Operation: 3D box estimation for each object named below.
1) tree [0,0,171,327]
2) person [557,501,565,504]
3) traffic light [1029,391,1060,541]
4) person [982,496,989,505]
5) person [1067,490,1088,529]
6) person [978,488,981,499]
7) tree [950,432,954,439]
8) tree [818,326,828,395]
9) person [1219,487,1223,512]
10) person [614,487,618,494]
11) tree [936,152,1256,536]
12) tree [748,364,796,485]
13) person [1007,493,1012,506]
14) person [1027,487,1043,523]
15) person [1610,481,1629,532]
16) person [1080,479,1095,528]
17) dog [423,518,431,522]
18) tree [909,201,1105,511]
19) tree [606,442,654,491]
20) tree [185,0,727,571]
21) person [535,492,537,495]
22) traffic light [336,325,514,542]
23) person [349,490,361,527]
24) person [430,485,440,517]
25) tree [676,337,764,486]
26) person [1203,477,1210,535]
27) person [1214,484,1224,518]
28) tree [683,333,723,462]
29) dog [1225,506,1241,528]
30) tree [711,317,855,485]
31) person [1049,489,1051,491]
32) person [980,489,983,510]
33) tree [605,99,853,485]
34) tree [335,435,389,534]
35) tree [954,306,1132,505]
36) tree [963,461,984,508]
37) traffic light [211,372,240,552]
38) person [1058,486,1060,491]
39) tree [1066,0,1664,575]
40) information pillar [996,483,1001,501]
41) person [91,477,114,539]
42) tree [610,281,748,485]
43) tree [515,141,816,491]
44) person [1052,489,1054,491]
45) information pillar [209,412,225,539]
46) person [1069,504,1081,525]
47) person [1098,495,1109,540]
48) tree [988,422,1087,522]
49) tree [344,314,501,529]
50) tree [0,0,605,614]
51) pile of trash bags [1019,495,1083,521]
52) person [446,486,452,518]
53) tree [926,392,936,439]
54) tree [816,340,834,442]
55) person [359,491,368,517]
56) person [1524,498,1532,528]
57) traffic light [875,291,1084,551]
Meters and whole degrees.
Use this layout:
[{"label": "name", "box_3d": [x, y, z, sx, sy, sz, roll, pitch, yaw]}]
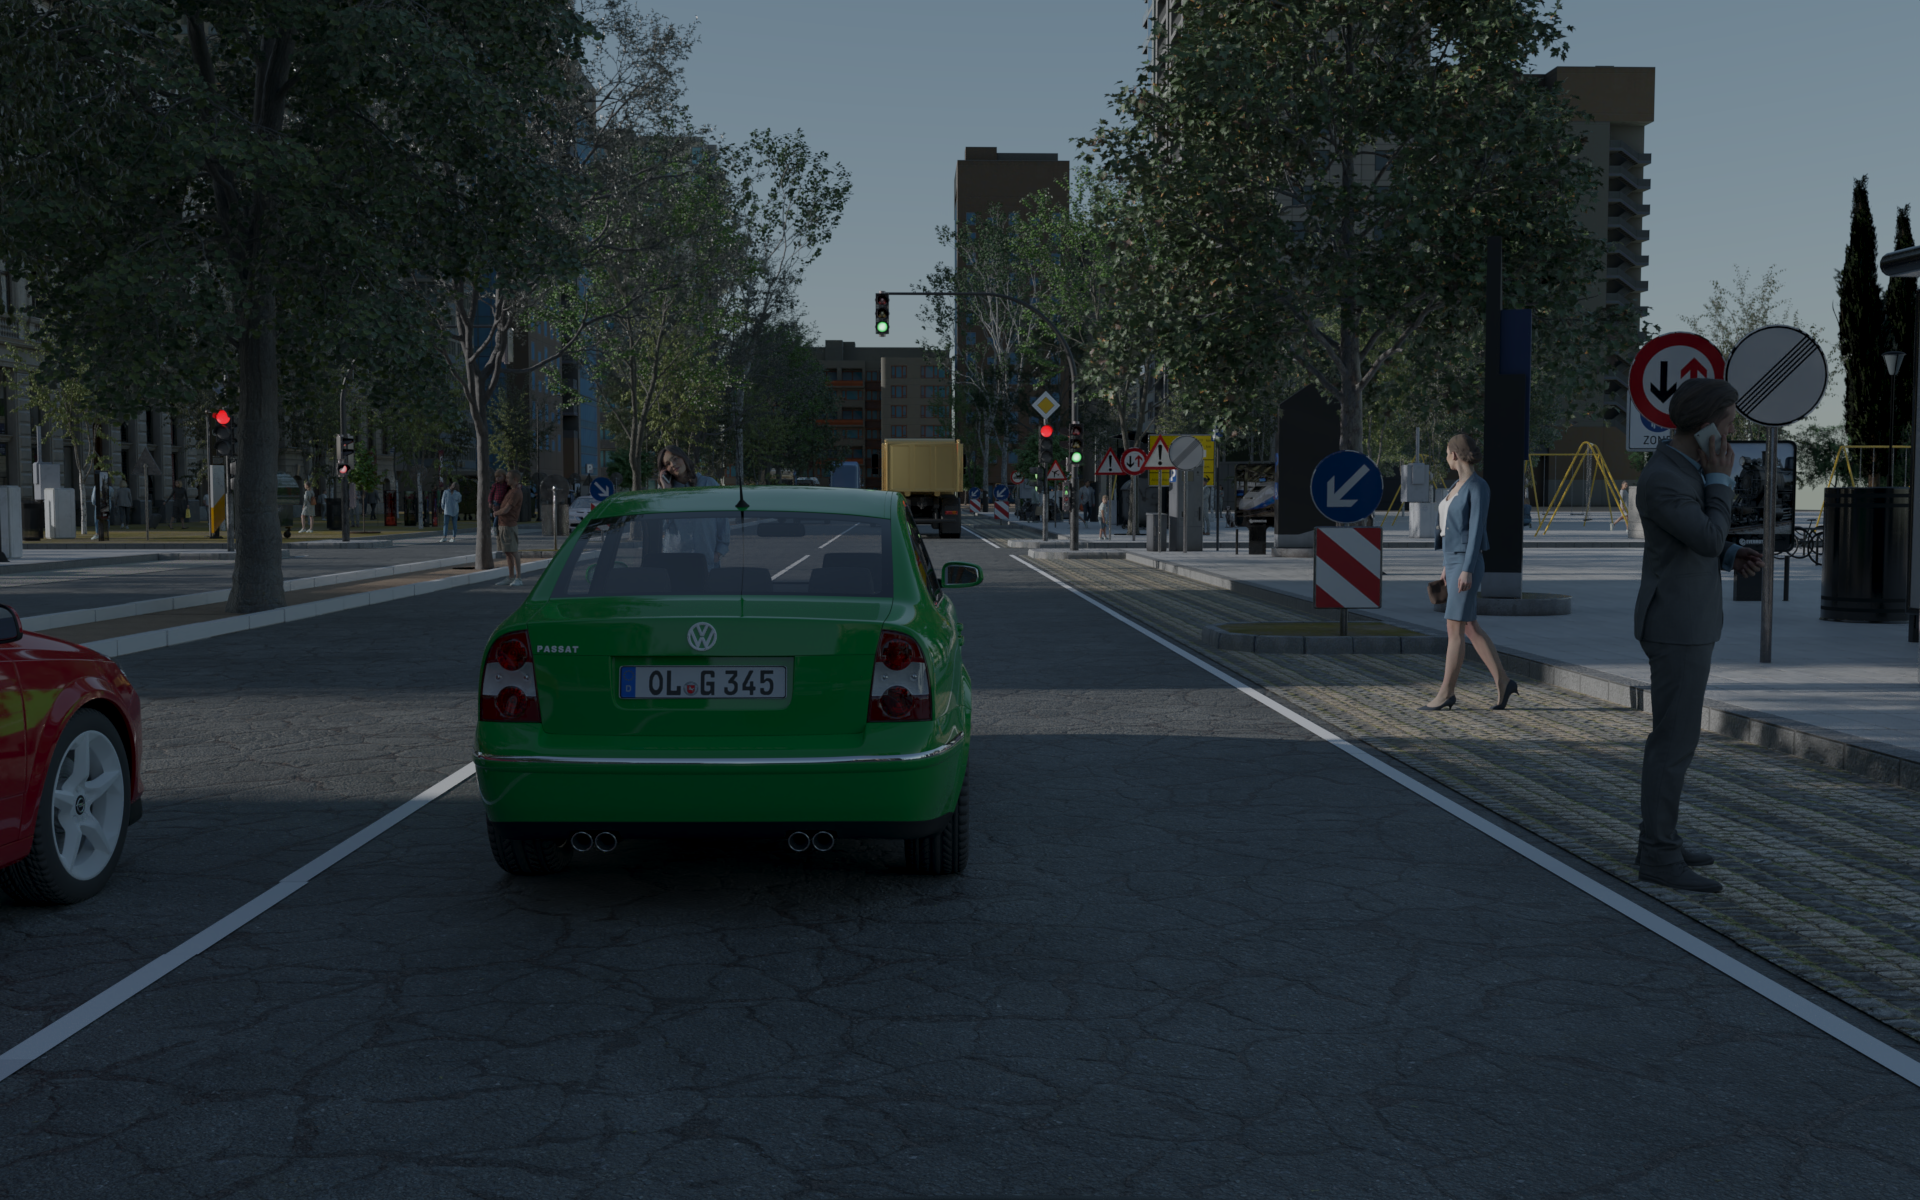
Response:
[{"label": "tree", "box_3d": [-8.444, -3.707, 13.426, 4.360, 8.622, 3.978, 0, 3, 0]}, {"label": "person", "box_3d": [-21.377, -5.289, 92.708, 0.537, 1.800, 0.526, -1, 4, -17]}, {"label": "traffic light", "box_3d": [2.314, -3.565, 47.202, 0.839, 4.253, 0.868, 0, 4, -2]}, {"label": "person", "box_3d": [2.777, -11.791, 201.299, 1.348, 1.823, 0.705, 0, 3, 0]}, {"label": "person", "box_3d": [4.350, -3.505, 64.104, 0.760, 1.731, 0.466, 0, 4, 1]}, {"label": "person", "box_3d": [1.851, -9.277, 157.725, 1.348, 1.823, 0.705, 2, 4, 23]}, {"label": "tree", "box_3d": [0.957, -16.173, 198.848, 7.601, 10.594, 8.767, 0, 4, 3]}, {"label": "tree", "box_3d": [-10.162, -9.424, 66.907, 12.009, 13.543, 11.850, 0, 3, 0]}, {"label": "person", "box_3d": [19.185, -7.421, 127.337, 0.705, 1.831, 1.348, 0, 4, -1]}, {"label": "person", "box_3d": [-22.611, -6.564, 113.557, 0.606, 1.804, 0.583, 1, 4, 17]}, {"label": "tree", "box_3d": [5.306, -7.814, 53.515, 9.928, 11.665, 9.643, 0, 3, 0]}, {"label": "tree", "box_3d": [-10.817, -8.563, 92.823, 4.737, 8.622, 4.395, 0, 3, 0]}, {"label": "person", "box_3d": [5.073, -10.634, 180.624, 1.217, 1.743, 0.721, -2, 4, -28]}, {"label": "person", "box_3d": [3.307, -4.267, 76.301, 0.515, 1.767, 0.782, -1, 4, -22]}, {"label": "person", "box_3d": [22.364, -3.157, 58.415, 0.760, 1.731, 0.466, 0, 4, 2]}, {"label": "person", "box_3d": [4.765, -3.649, 65.547, 0.661, 1.843, 0.795, -1, 4, -16]}, {"label": "dog", "box_3d": [-24.877, -3.810, 80.035, 0.748, 0.427, 0.550, 1, 4, 17]}, {"label": "tree", "box_3d": [3.503, -15.552, 110.171, 12.611, 20.169, 13.585, 0, 3, 0]}, {"label": "tree", "box_3d": [-20.633, -7.606, 108.078, 4.285, 4.588, 4.351, 0, 3, 0]}, {"label": "tree", "box_3d": [-8.963, -7.303, 32.235, 12.009, 13.543, 11.850, 0, 3, 0]}, {"label": "person", "box_3d": [-31.605, -7.271, 128.111, 0.799, 1.438, 0.628, -1, 4, -23]}, {"label": "traffic light", "box_3d": [-14.449, -4.405, 46.687, 4.771, 5.953, 1.251, 0, 4, -2]}, {"label": "person", "box_3d": [-23.439, -3.708, 66.875, 0.606, 1.804, 0.583, -1, 4, -19]}, {"label": "person", "box_3d": [-29.210, -5.526, 96.641, 0.600, 1.795, 0.529, 1, 4, 20]}, {"label": "tree", "box_3d": [-10.551, -7.492, 75.317, 4.360, 8.622, 3.978, 0, 3, 0]}, {"label": "person", "box_3d": [7.567, -2.930, 54.135, 0.466, 1.800, 0.511, -3, 5, -40]}, {"label": "person", "box_3d": [13.874, -5.286, 92.642, 0.511, 1.800, 0.466, -1, 4, -19]}, {"label": "tree", "box_3d": [-21.092, -13.168, 121.957, 9.857, 13.997, 8.962, 0, 3, 0]}, {"label": "dog", "box_3d": [10.426, -3.161, 66.062, 0.800, 0.831, 0.513, -1, 4, -13]}, {"label": "tree", "box_3d": [-11.579, -11.678, 110.400, 9.611, 12.733, 9.660, 0, 3, 0]}, {"label": "person", "box_3d": [7.867, -8.809, 150.779, 1.217, 1.736, 0.721, 0, 4, 5]}, {"label": "person", "box_3d": [1.770, -8.252, 141.755, 1.217, 1.735, 0.721, 3, 5, 43]}, {"label": "tree", "box_3d": [-11.834, -13.771, 83.497, 12.611, 20.169, 13.585, 0, 3, 0]}, {"label": "tree", "box_3d": [-19.356, -3.786, 56.507, 1.663, 3.219, 1.824, 0, 3, 0]}, {"label": "tree", "box_3d": [4.281, -9.305, 86.554, 8.767, 10.594, 7.601, 0, 4, -1]}, {"label": "tree", "box_3d": [1.193, -10.924, 162.326, 4.285, 4.588, 4.351, 0, 3, 0]}, {"label": "traffic light", "box_3d": [-16.282, -3.039, 38.604, 0.839, 4.253, 0.868, 0, 4, -2]}, {"label": "person", "box_3d": [6.585, -6.725, 116.223, 0.478, 1.798, 0.641, 2, 4, 34]}, {"label": "tree", "box_3d": [6.131, -6.747, 27.316, 9.611, 12.733, 9.660, 0, 3, 0]}, {"label": "information pillar", "box_3d": [2.664, -7.071, 120.098, 0.304, 2.012, 0.304, 1, 4, 19]}, {"label": "person", "box_3d": [-24.370, -2.624, 49.212, 0.793, 1.790, 0.793, 1, 4, 16]}, {"label": "tree", "box_3d": [-9.651, -6.443, 58.165, 4.737, 8.622, 4.395, 0, 3, 0]}, {"label": "tree", "box_3d": [-9.386, -7.467, 50.292, 9.928, 11.665, 9.643, 0, 3, 0]}, {"label": "person", "box_3d": [10.023, -11.122, 187.894, 0.705, 1.822, 1.348, 1, 4, 23]}, {"label": "information pillar", "box_3d": [-21.430, -3.583, 49.942, 0.183, 3.616, 0.504, 1, 4, 18]}, {"label": "person", "box_3d": [4.833, -4.096, 73.039, 0.581, 1.822, 0.654, -1, 4, -23]}, {"label": "person", "box_3d": [4.047, -2.324, 48.718, 0.332, 1.250, 0.352, -3, 5, -40]}, {"label": "tree", "box_3d": [4.047, -5.817, 78.829, 4.285, 4.588, 4.351, 0, 3, 0]}, {"label": "tree", "box_3d": [-19.781, -6.924, 63.568, 4.737, 8.622, 4.395, 0, 3, 0]}, {"label": "tree", "box_3d": [-8.528, -6.821, 20.642, 9.857, 13.997, 8.962, 0, 3, 0]}, {"label": "pile of trash bags", "box_3d": [4.551, -4.491, 83.180, 3.447, 1.369, 1.912, 0, 4, 3]}, {"label": "person", "box_3d": [-27.239, -5.199, 92.055, 0.522, 1.701, 0.512, 3, 5, 44]}, {"label": "tree", "box_3d": [1.023, -14.023, 155.023, 9.928, 11.665, 9.643, 0, 3, 0]}, {"label": "tree", "box_3d": [-11.111, -10.527, 100.333, 9.928, 11.665, 9.643, 0, 3, 0]}, {"label": "person", "box_3d": [-34.001, -5.642, 98.708, 0.534, 1.772, 0.576, 0, 4, 7]}, {"label": "person", "box_3d": [21.115, -3.277, 65.128, 1.012, 1.151, 0.738, -1, 4, -19]}, {"label": "traffic light", "box_3d": [0.481, -3.935, 39.013, 4.771, 5.953, 1.251, 0, 4, -2]}]
